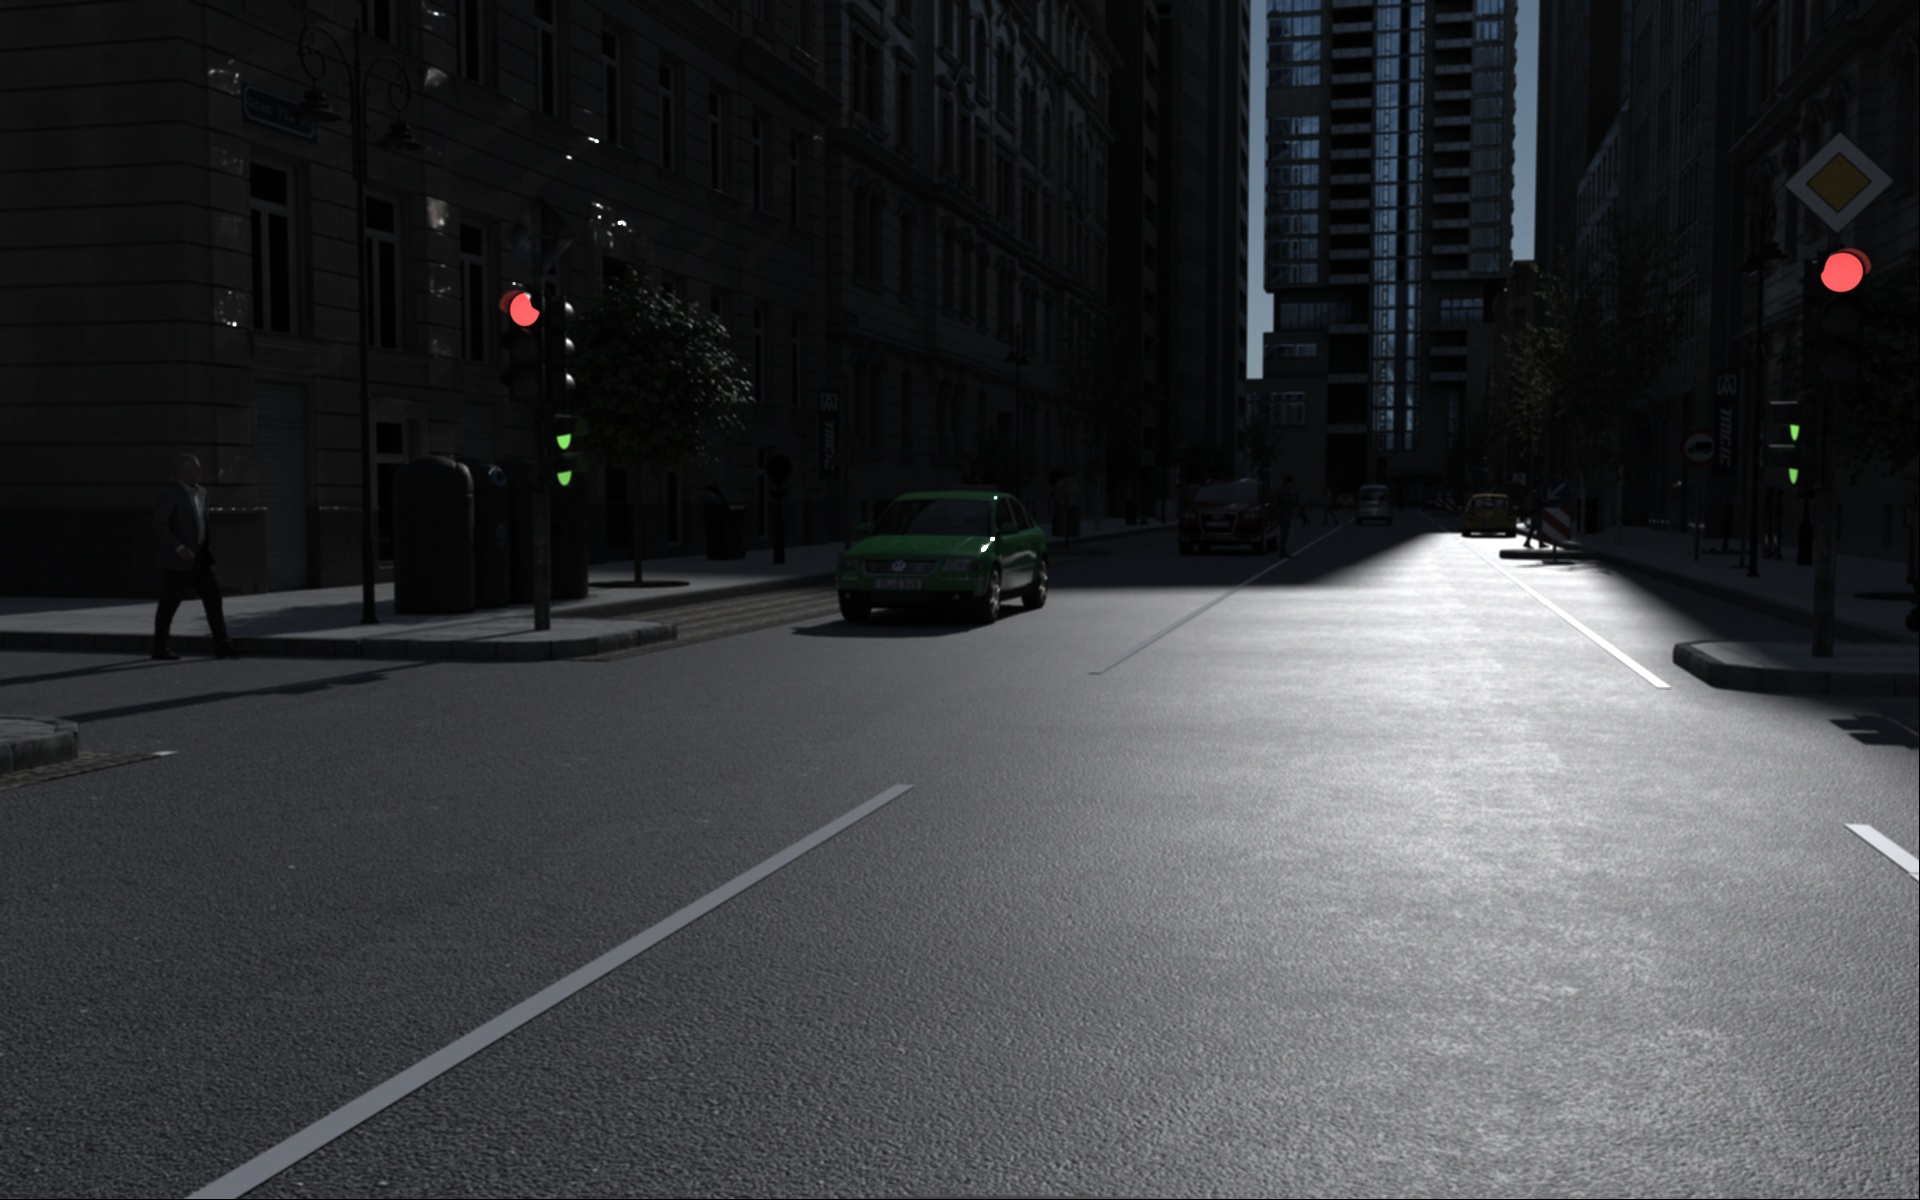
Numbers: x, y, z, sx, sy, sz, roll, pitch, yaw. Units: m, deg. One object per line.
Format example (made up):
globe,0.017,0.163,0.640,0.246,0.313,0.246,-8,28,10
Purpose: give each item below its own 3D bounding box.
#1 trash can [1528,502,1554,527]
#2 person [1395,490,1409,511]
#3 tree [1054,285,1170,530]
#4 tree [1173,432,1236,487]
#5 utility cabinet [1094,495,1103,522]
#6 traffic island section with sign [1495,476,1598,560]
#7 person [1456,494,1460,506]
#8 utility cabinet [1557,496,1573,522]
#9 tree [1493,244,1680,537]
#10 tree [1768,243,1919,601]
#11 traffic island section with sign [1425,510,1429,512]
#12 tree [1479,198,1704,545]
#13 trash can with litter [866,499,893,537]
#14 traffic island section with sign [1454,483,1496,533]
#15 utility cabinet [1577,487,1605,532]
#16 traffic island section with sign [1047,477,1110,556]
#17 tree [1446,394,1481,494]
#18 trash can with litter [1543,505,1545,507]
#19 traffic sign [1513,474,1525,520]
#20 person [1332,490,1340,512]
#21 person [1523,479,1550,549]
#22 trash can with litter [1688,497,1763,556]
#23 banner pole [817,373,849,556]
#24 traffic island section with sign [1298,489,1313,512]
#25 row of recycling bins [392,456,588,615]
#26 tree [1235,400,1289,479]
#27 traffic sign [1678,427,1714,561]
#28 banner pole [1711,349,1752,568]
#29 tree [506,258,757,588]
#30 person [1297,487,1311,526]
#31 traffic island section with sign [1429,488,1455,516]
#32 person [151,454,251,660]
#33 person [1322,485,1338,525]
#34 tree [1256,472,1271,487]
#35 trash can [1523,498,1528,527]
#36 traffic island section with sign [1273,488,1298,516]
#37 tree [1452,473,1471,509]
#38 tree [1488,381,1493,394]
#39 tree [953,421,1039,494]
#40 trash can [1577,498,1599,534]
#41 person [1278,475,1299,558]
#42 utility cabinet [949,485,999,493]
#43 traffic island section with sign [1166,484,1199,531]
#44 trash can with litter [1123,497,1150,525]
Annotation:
trash can,20.453,-2.981,60.387,0.748,1.137,0.748,0,3,0
person,36.649,-8.266,143.794,1.348,1.807,0.705,-1,4,-16
tree,5.151,-6.831,62.055,4.737,8.622,4.395,0,3,0
tree,12.869,-6.618,91.923,4.285,4.588,4.351,0,3,0
utility cabinet,6.282,-4.129,78.674,0.306,1.237,1.020,1,4,12
traffic island section with sign,13.154,-1.844,38.771,1.989,1.847,2.006,1,4,14
person,47.649,-9.421,165.758,0.421,1.427,0.697,1,4,18
utility cabinet,28.210,-4.262,80.848,0.306,1.237,1.020,-1,4,-10
tree,18.487,-6.144,50.820,4.360,8.622,3.978,0,3,0
tree,11.817,-2.297,21.263,4.285,4.588,4.351,0,3,0
traffic island section with sign,38.416,-7.987,139.221,1.989,1.847,2.006,1,4,14
tree,16.425,-5.692,43.420,4.737,8.622,4.395,0,3,0
trash can with litter,-1.904,-1.904,42.523,0.624,1.170,1.055,1,4,16
traffic island section with sign,19.888,-3.481,65.537,1.989,1.847,2.006,1,4,14
utility cabinet,20.924,-2.984,57.462,1.173,1.500,0.318,-3,5,-40
traffic island section with sign,2.477,-1.958,40.636,1.989,1.847,2.006,1,4,14
tree,37.239,-10.689,125.134,4.737,8.622,4.395,0,3,0
trash can with litter,21.858,-3.235,64.281,1.055,1.170,0.624,1,4,18
traffic sign,27.480,-5.079,85.173,0.606,2.300,0.079,1,4,15
person,30.395,-8.049,140.822,0.721,1.735,1.217,-3,4,-38
person,15.014,-2.234,45.017,0.713,1.824,0.794,2,4,30
trash can with litter,16.562,-1.602,37.248,1.678,1.210,2.233,1,4,20
banner pole,-2.564,-2.809,35.946,0.863,3.779,0.401,-2,4,-28
traffic island section with sign,27.813,-8.124,141.456,1.989,1.847,2.006,1,4,14
row of recycling bins,-5.388,-0.788,19.994,1.069,1.692,3.534,1,4,14
tree,23.403,-11.323,135.488,4.360,8.622,3.978,0,3,0
traffic sign,14.143,-2.023,33.178,0.768,2.556,0.104,1,4,14
banner pole,13.450,-2.454,30.133,0.401,3.779,0.863,-2,4,-30
tree,-4.444,-2.476,24.200,4.285,4.588,4.351,0,3,0
person,15.272,-4.156,76.944,0.515,1.767,0.782,0,4,-2
traffic island section with sign,31.692,-6.352,112.490,1.989,1.847,2.006,1,4,14
person,-6.624,-0.374,15.010,0.834,1.777,0.661,0,4,6
person,16.903,-4.333,79.204,0.748,1.841,0.638,3,5,40
tree,24.624,-8.939,140.762,1.663,3.219,1.824,0,3,0
trash can,22.014,-3.360,66.590,0.748,1.137,0.748,0,3,0
traffic island section with sign,21.245,-6.525,115.310,1.989,1.847,2.006,1,4,14
tree,44.157,-9.684,152.934,1.663,3.219,1.824,0,3,0
tree,24.401,-7.498,72.948,4.360,8.622,3.978,0,3,0
tree,0.899,-3.037,44.249,1.663,3.219,1.824,0,3,0
trash can,20.253,-2.706,55.904,0.748,1.137,0.748,0,3,0
person,7.341,-1.860,38.714,0.447,1.846,0.655,1,4,12
utility cabinet,0.345,-2.042,42.067,1.173,1.500,0.318,1,4,12
traffic island section with sign,9.048,-3.557,66.781,1.989,1.847,2.006,1,4,14
trash can with litter,7.296,-3.680,71.554,1.055,1.170,0.624,0,4,-6
